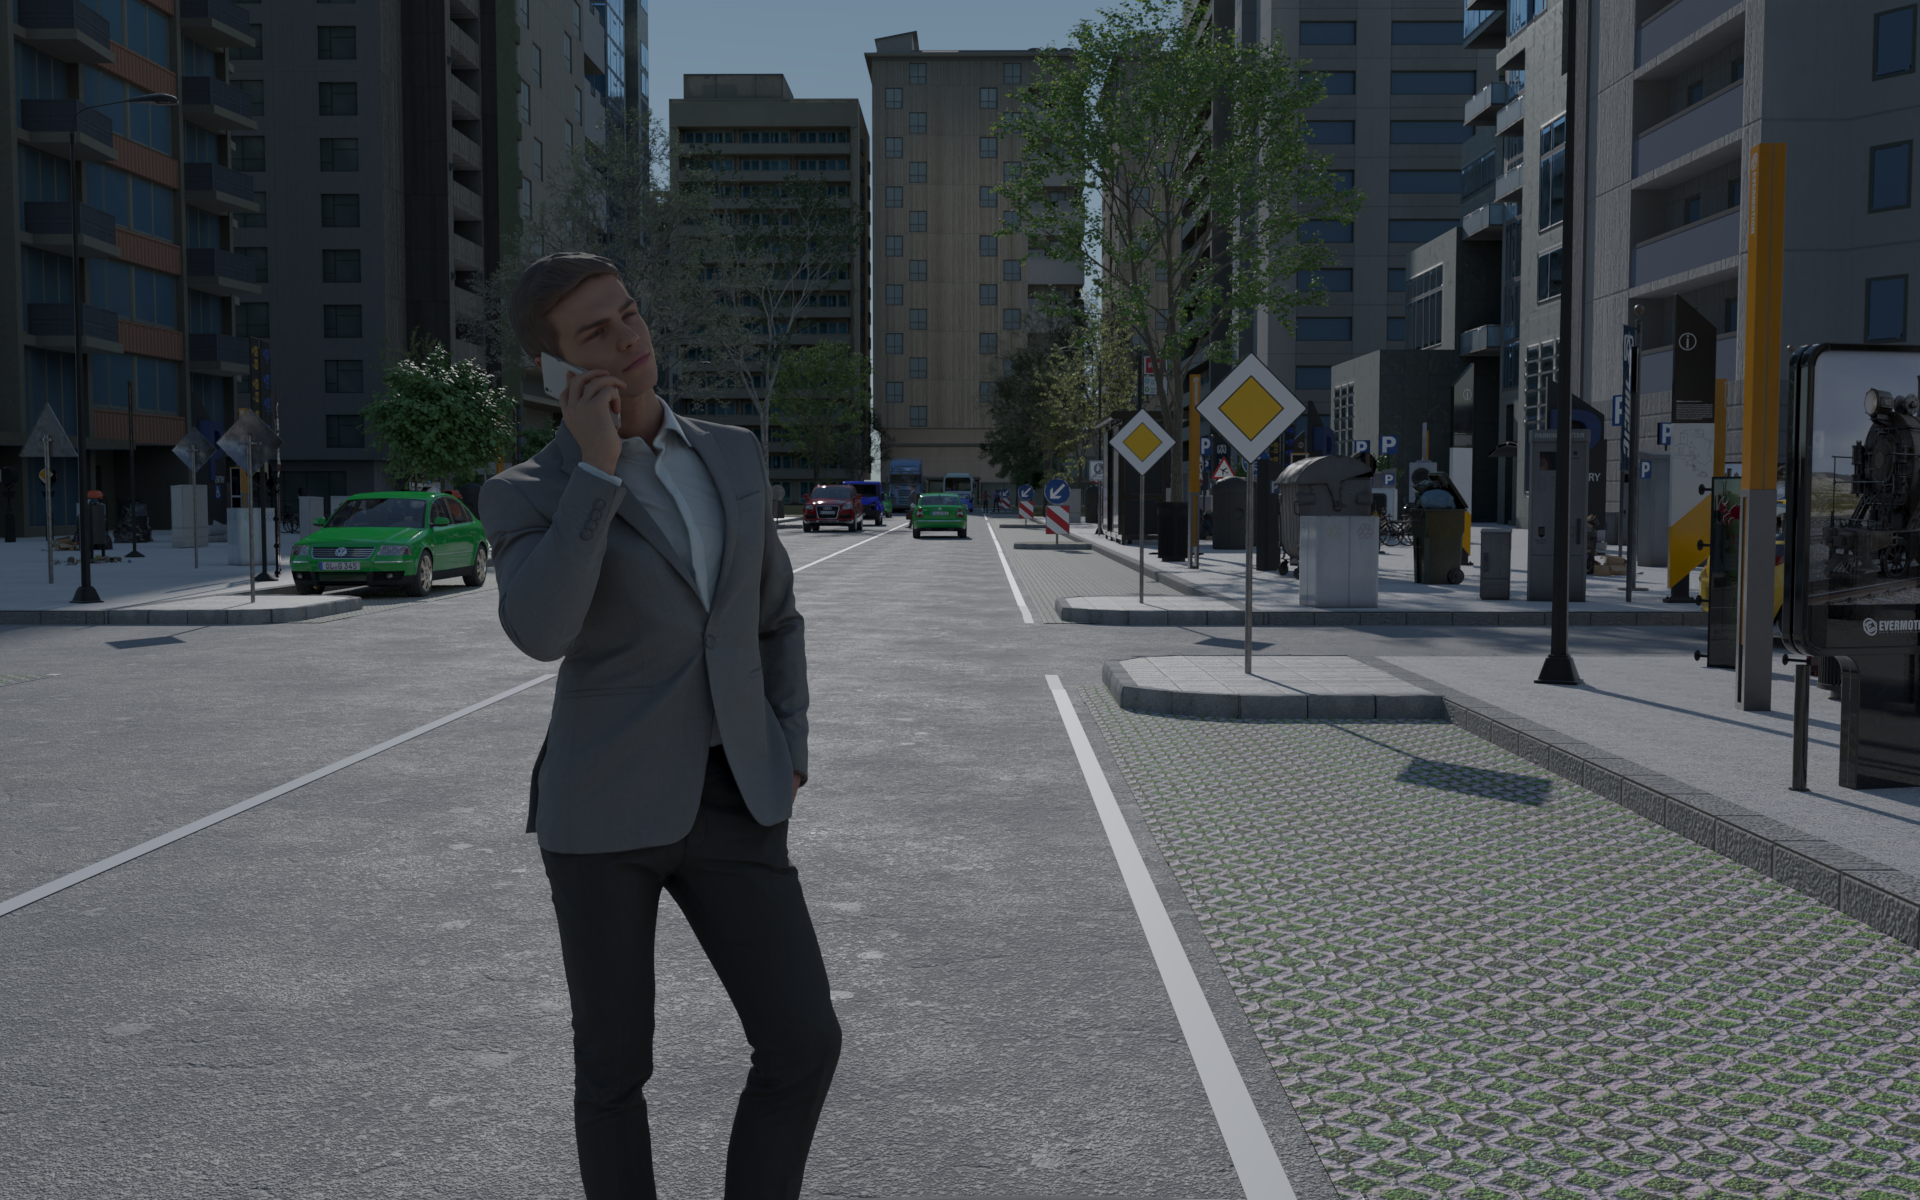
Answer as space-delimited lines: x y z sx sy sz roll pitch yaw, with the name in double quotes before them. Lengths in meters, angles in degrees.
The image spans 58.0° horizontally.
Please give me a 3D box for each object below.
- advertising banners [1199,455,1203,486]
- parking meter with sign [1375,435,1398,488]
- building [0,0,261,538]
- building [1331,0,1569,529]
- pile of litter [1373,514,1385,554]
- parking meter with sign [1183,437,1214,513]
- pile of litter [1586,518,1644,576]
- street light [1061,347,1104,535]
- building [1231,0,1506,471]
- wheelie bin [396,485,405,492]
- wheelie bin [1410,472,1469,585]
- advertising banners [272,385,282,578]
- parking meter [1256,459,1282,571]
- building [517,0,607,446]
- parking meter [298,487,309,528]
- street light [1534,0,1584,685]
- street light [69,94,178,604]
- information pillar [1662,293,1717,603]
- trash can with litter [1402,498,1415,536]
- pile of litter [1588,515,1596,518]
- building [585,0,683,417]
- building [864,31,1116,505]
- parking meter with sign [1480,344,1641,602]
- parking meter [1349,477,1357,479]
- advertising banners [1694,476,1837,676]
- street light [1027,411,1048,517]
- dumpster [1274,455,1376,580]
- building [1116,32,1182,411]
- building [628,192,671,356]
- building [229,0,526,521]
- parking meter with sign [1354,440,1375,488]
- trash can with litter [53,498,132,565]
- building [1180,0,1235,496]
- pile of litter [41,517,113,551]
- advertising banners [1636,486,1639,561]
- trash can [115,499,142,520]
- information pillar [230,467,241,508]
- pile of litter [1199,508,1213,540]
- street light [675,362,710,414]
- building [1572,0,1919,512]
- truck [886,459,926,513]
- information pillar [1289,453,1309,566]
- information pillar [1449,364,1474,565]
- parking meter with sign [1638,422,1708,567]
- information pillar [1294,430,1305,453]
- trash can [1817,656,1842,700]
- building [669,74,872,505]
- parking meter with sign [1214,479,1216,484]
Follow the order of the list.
"advertising banners" 7.474 -3.652 55.898 0.090 3.025 2.074 2 4 31
"parking meter with sign" 12.546 -3.334 50.767 0.543 3.016 1.738 1 4 14
"building" -37.101 -24.573 56.400 22.147 44.769 28.867 0 4 1
"building" 29.797 -46.308 69.808 22.319 86.520 31.000 0 4 1
"pile of litter" 8.679 -1.448 37.632 1.176 0.858 1.719 1 4 22
"parking meter with sign" 6.976 -3.520 53.814 0.543 3.016 1.738 -3 4 -39
"pile of litter" 10.104 -0.828 27.502 1.719 0.858 1.176 -1 4 -8
"street light" 3.888 -5.032 54.820 1.470 5.913 1.316 0 4 1
"building" 29.678 -35.355 120.061 21.231 58.520 28.212 0 4 1
"wheelie bin" -20.293 -3.367 62.954 0.693 1.594 0.980 -1 4 -23
"wheelie bin" 6.814 -1.028 24.710 0.693 1.594 0.980 0 4 -6
"advertising banners" -10.771 -1.904 27.315 0.090 3.025 2.074 -1 4 -20
"parking meter" 5.174 -1.424 28.986 0.399 1.863 0.255 -3 4 -38
"building" -37.924 -31.773 108.730 28.713 52.752 27.495 0 4 1
"parking meter" -24.502 -3.441 64.670 0.372 1.533 0.369 0 3 0
"street light" 3.533 -2.390 11.617 1.470 5.913 1.316 0 4 1
"street light" -9.773 -2.919 20.260 1.470 5.913 1.316 0 4 1
"information pillar" 8.573 -1.771 20.315 0.504 3.616 0.183 0 4 3
"trash can with litter" 14.100 -2.564 53.311 0.624 1.170 1.055 -1 4 -23
"pile of litter" 13.059 -1.391 36.701 1.176 0.858 1.719 1 4 19
"building" -38.890 -50.915 145.128 31.000 86.520 22.319 0 4 1
"building" 3.297 -37.751 206.469 27.495 52.752 28.713 0 4 1
"parking meter with sign" 7.158 -1.497 20.743 1.738 3.016 0.543 1 4 19
"parking meter" 6.139 -1.348 27.753 0.399 1.863 0.255 -2 4 -24
"advertising banners" 6.129 -0.968 12.008 0.090 3.025 2.074 -3 4 -37
"street light" 4.234 -7.515 95.406 1.470 5.913 1.316 0 4 1
"dumpster" 5.604 -1.274 26.591 1.264 1.857 1.865 0 4 1
"building" 30.795 -37.767 206.736 27.495 52.752 28.713 0 4 1
"building" -44.421 -31.681 209.863 23.993 40.220 32.217 0 4 1
"building" -30.524 -19.236 86.209 14.160 30.474 14.107 0 4 1
"parking meter with sign" 13.569 -3.691 56.606 0.543 3.016 1.738 3 5 44
"trash can with litter" -16.324 -1.293 32.198 1.678 1.210 2.233 0 4 -4
"building" 30.477 -31.940 145.913 21.300 48.544 21.600 0 4 1
"pile of litter" -20.171 -1.567 39.587 1.176 0.858 1.719 3 5 40
"advertising banners" 13.076 -2.261 33.153 0.090 3.025 2.074 2 4 34
"trash can" -24.616 -2.426 51.317 0.748 1.137 0.748 0 3 0
"information pillar" -19.740 -2.622 47.355 0.304 2.012 0.304 0 4 -6
"pile of litter" 7.266 -2.127 48.740 1.719 0.858 1.176 -2 4 -32
"street light" -9.425 -5.407 60.943 1.470 5.913 1.316 0 4 1
"building" 63.950 -36.886 145.080 28.212 58.520 21.231 0 4 1
"truck" -3.959 -9.000 136.906 2.967 4.110 18.799 0 4 1
"information pillar" 6.094 -1.629 31.124 0.304 2.012 0.304 1 4 15
"information pillar" 9.010 -2.432 31.115 0.504 3.616 0.183 -2 4 -29
"parking meter with sign" 12.397 -2.095 30.515 1.738 3.016 0.543 -1 4 -13
"information pillar" 12.358 -4.399 63.280 0.504 3.616 0.183 -1 4 -14
"trash can" 5.704 0.052 10.811 0.748 1.137 0.748 0 3 0
"building" -21.662 -35.471 203.657 21.600 48.544 21.300 0 4 1
"parking meter with sign" 13.128 -5.646 88.576 1.738 3.016 0.543 -3 5 -39
